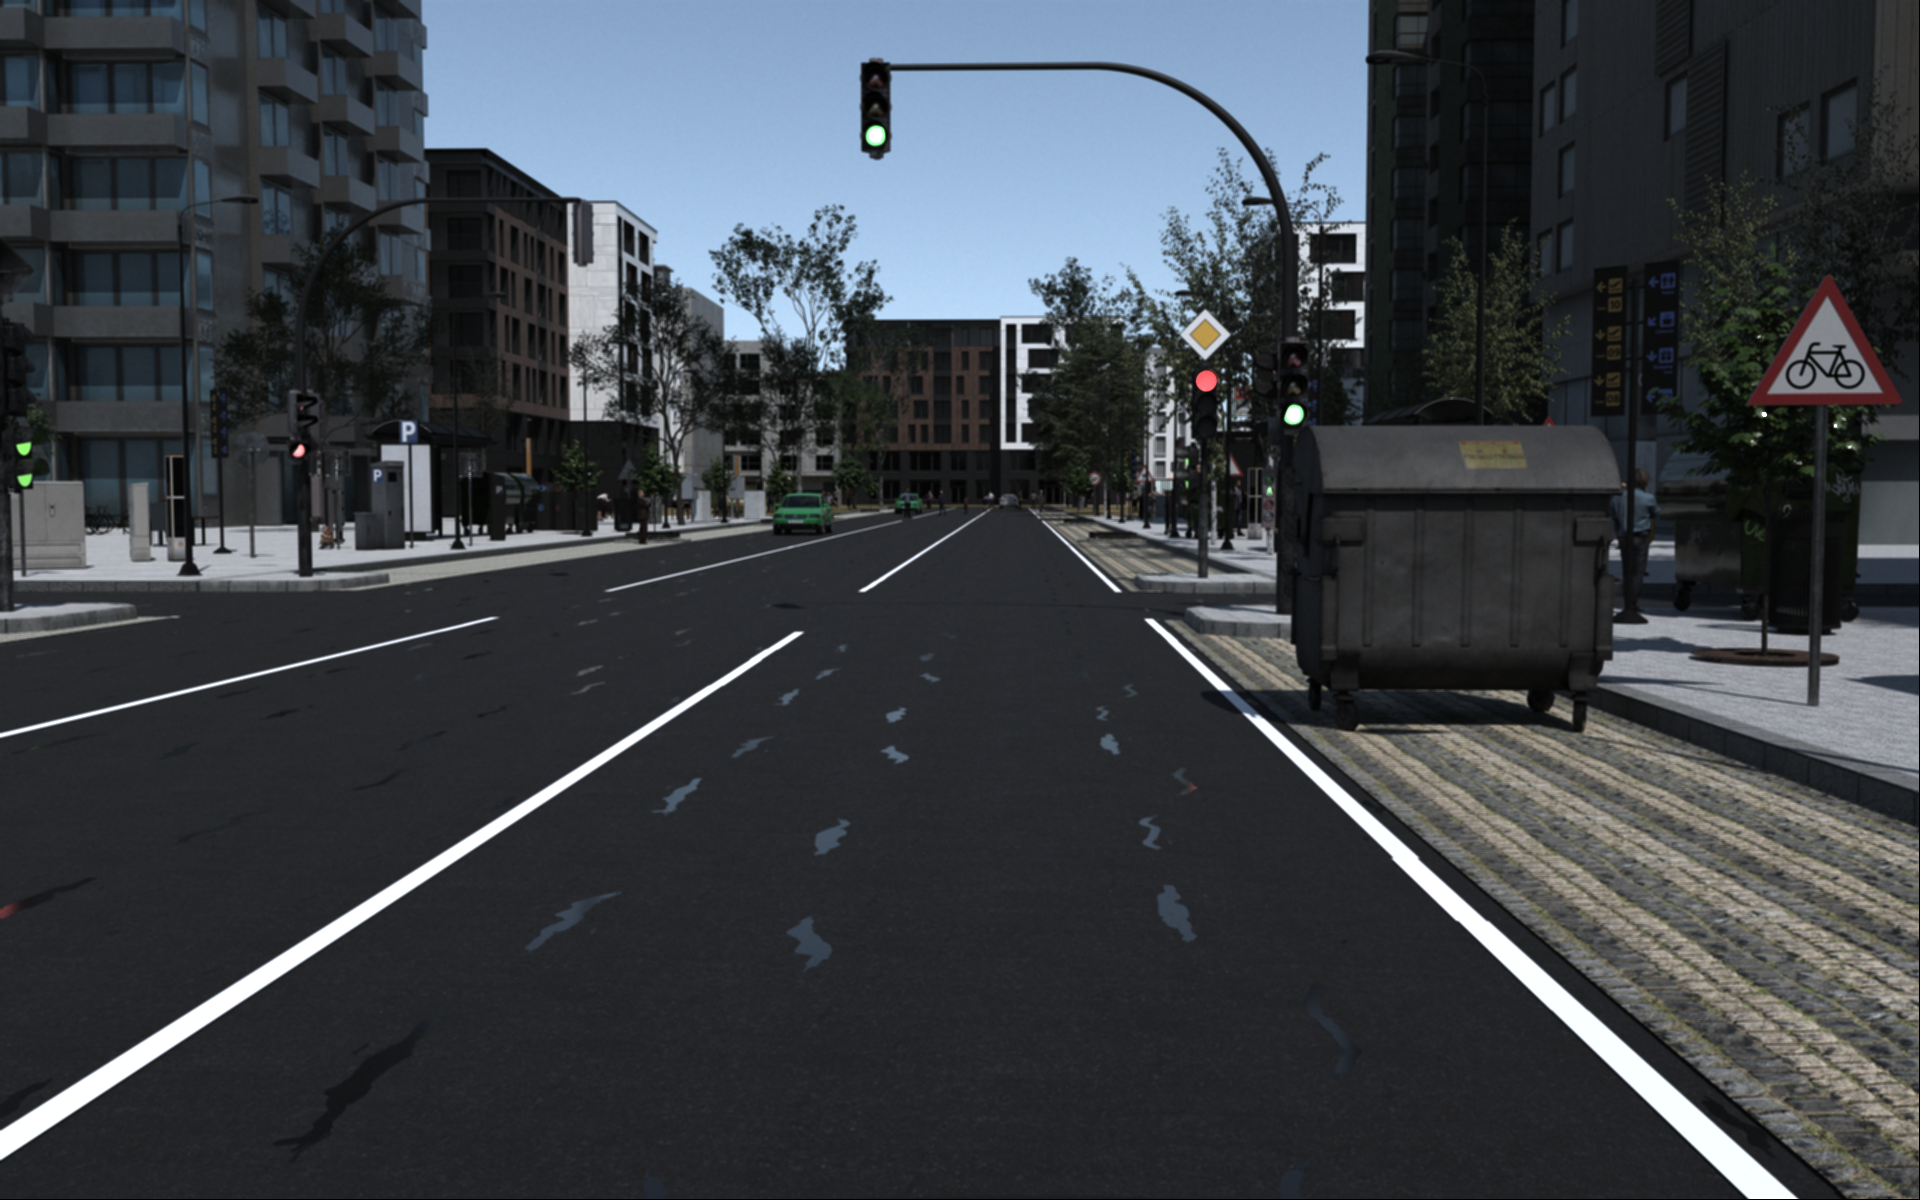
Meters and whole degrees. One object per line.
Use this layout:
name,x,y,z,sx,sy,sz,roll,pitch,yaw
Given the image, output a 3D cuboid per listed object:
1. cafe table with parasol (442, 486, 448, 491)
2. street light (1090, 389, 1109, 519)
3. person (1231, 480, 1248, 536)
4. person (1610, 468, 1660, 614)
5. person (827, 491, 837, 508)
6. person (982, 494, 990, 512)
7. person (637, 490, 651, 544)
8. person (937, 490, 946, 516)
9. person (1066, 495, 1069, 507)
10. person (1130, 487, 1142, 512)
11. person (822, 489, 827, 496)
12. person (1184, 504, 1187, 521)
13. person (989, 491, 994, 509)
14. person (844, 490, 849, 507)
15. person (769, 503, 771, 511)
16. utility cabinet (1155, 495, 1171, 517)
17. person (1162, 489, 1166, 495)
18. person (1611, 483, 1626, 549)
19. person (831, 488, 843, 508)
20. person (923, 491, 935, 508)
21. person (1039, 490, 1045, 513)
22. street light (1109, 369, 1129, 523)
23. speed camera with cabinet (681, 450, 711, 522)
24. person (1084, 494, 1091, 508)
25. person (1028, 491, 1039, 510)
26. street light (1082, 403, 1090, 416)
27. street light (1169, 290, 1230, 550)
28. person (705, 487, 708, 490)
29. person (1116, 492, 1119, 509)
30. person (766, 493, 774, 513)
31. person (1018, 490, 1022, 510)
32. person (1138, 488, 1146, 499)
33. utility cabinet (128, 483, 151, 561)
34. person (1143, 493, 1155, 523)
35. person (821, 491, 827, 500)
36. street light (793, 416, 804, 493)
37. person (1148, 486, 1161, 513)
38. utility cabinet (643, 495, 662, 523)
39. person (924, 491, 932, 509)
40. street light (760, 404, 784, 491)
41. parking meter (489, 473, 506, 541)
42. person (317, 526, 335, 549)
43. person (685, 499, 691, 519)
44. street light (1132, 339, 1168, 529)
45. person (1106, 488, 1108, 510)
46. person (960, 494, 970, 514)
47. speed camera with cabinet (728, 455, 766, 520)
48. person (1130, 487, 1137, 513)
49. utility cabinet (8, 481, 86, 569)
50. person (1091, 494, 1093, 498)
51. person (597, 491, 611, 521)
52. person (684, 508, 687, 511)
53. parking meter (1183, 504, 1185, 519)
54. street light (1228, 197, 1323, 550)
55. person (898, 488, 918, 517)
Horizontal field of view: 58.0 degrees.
cafe table with parasol,-22.497,-4.092,71.771,2.610,1.966,2.610,1,4,15
street light,6.631,-6.367,76.634,1.470,5.913,1.316,0,4,2
person,8.444,-2.799,52.631,0.655,1.722,0.431,-2,4,-32
person,7.180,-0.625,18.475,0.429,1.552,0.499,-1,4,-18
person,-7.558,-5.463,99.773,0.963,1.587,0.435,0,4,0
person,2.093,-7.780,138.931,0.697,1.427,0.421,-3,5,-39
person,-8.999,-2.359,49.338,0.388,1.546,0.482,0,4,1
person,-1.215,-6.442,114.743,0.530,1.710,0.541,-1,4,-18
person,10.207,-9.700,165.344,0.721,1.736,1.217,0,4,0
person,12.771,-7.326,125.828,0.705,1.823,1.348,-3,5,-39
person,-12.503,-9.230,157.671,0.721,1.735,1.217,2,4,34
person,10.769,-4.627,81.827,0.434,1.807,0.598,2,4,27
person,2.867,-9.270,161.002,0.756,1.711,0.436,1,4,21
person,-11.164,-10.180,172.424,0.705,1.831,1.348,-2,4,-25
person,-14.653,-7.787,134.073,1.217,1.743,0.721,-1,4,-21
utility cabinet,11.412,-5.224,96.581,1.020,1.237,0.306,0,4,3
person,19.241,-9.571,163.194,0.621,1.740,0.551,0,4,-1
person,15.342,-1.955,40.280,0.482,1.546,0.388,-1,4,-11
person,-11.778,-9.688,164.449,1.348,1.823,0.705,1,4,13
person,-3.075,-10.001,172.744,1.217,1.736,0.721,-1,4,-19
person,6.268,-7.539,132.308,0.434,1.755,0.990,2,4,25
street light,6.418,-5.616,64.366,1.470,5.913,1.316,0,4,2
speed camera with cabinet,-12.060,-5.186,79.130,0.660,3.252,2.038,1,4,16
person,11.714,-9.462,160.771,0.705,1.821,1.348,3,4,38
person,6.795,-9.187,159.421,1.217,1.736,0.721,2,4,27
street light,7.122,-7.116,88.894,1.470,5.913,1.316,0,4,2
street light,5.590,-4.101,39.594,1.470,5.913,1.316,0,4,2
person,-18.905,-7.510,128.933,0.705,1.812,1.348,0,4,-7
person,13.294,-8.325,145.384,0.599,1.433,0.991,0,4,3
person,-12.863,-6.746,116.792,0.568,1.767,0.683,2,4,32
person,5.349,-8.828,152.928,0.705,1.812,1.348,0,4,4
person,12.641,-6.903,119.612,0.721,1.736,1.217,2,4,34
utility cabinet,-15.810,-1.508,33.333,0.318,1.500,1.173,-2,4,-28
person,8.410,-4.102,77.025,0.435,1.345,0.340,-2,4,-31
person,-7.360,-5.099,93.576,0.444,1.614,0.593,3,5,44
street light,-9.233,-7.911,101.878,1.470,5.913,1.316,0,4,2
person,11.581,-5.882,102.921,1.217,1.736,0.721,0,4,-7
utility cabinet,-13.382,-4.049,74.885,0.318,1.500,1.173,2,4,28
person,-3.026,-9.760,168.761,1.217,1.739,0.721,2,4,31
street light,-9.743,-7.148,89.407,1.470,5.913,1.316,0,4,2
parking meter,-12.718,-2.566,47.666,0.399,1.863,0.255,-3,5,-39
person,-14.782,-1.458,40.362,0.357,0.543,0.381,0,4,1
person,-14.075,-5.040,90.158,0.444,1.614,0.593,-1,4,-22
street light,5.908,-4.851,51.859,1.470,5.913,1.316,0,4,2
person,11.693,-8.015,137.220,0.705,1.807,1.348,0,4,-7
person,0.409,-6.998,126.177,0.557,1.426,1.065,-3,5,-44
speed camera with cabinet,-10.634,-5.632,86.418,2.038,3.252,0.660,2,4,35
person,11.498,-6.624,115.136,0.721,1.735,1.217,-1,4,-8
utility cabinet,-15.558,-1.271,29.464,1.173,1.500,0.318,-2,4,-32
person,10.174,-7.488,129.402,0.436,1.711,0.756,-2,4,-30
person,-16.747,-4.406,81.276,0.628,1.438,0.799,0,4,1
person,-20.505,-7.453,128.689,0.721,1.735,1.217,0,4,4
parking meter,11.749,-4.963,89.562,0.372,1.533,0.369,0,3,0
street light,5.105,-3.345,27.227,1.470,5.913,1.316,0,4,2
person,-3.208,-5.975,106.170,1.348,1.826,0.705,-2,4,-30
